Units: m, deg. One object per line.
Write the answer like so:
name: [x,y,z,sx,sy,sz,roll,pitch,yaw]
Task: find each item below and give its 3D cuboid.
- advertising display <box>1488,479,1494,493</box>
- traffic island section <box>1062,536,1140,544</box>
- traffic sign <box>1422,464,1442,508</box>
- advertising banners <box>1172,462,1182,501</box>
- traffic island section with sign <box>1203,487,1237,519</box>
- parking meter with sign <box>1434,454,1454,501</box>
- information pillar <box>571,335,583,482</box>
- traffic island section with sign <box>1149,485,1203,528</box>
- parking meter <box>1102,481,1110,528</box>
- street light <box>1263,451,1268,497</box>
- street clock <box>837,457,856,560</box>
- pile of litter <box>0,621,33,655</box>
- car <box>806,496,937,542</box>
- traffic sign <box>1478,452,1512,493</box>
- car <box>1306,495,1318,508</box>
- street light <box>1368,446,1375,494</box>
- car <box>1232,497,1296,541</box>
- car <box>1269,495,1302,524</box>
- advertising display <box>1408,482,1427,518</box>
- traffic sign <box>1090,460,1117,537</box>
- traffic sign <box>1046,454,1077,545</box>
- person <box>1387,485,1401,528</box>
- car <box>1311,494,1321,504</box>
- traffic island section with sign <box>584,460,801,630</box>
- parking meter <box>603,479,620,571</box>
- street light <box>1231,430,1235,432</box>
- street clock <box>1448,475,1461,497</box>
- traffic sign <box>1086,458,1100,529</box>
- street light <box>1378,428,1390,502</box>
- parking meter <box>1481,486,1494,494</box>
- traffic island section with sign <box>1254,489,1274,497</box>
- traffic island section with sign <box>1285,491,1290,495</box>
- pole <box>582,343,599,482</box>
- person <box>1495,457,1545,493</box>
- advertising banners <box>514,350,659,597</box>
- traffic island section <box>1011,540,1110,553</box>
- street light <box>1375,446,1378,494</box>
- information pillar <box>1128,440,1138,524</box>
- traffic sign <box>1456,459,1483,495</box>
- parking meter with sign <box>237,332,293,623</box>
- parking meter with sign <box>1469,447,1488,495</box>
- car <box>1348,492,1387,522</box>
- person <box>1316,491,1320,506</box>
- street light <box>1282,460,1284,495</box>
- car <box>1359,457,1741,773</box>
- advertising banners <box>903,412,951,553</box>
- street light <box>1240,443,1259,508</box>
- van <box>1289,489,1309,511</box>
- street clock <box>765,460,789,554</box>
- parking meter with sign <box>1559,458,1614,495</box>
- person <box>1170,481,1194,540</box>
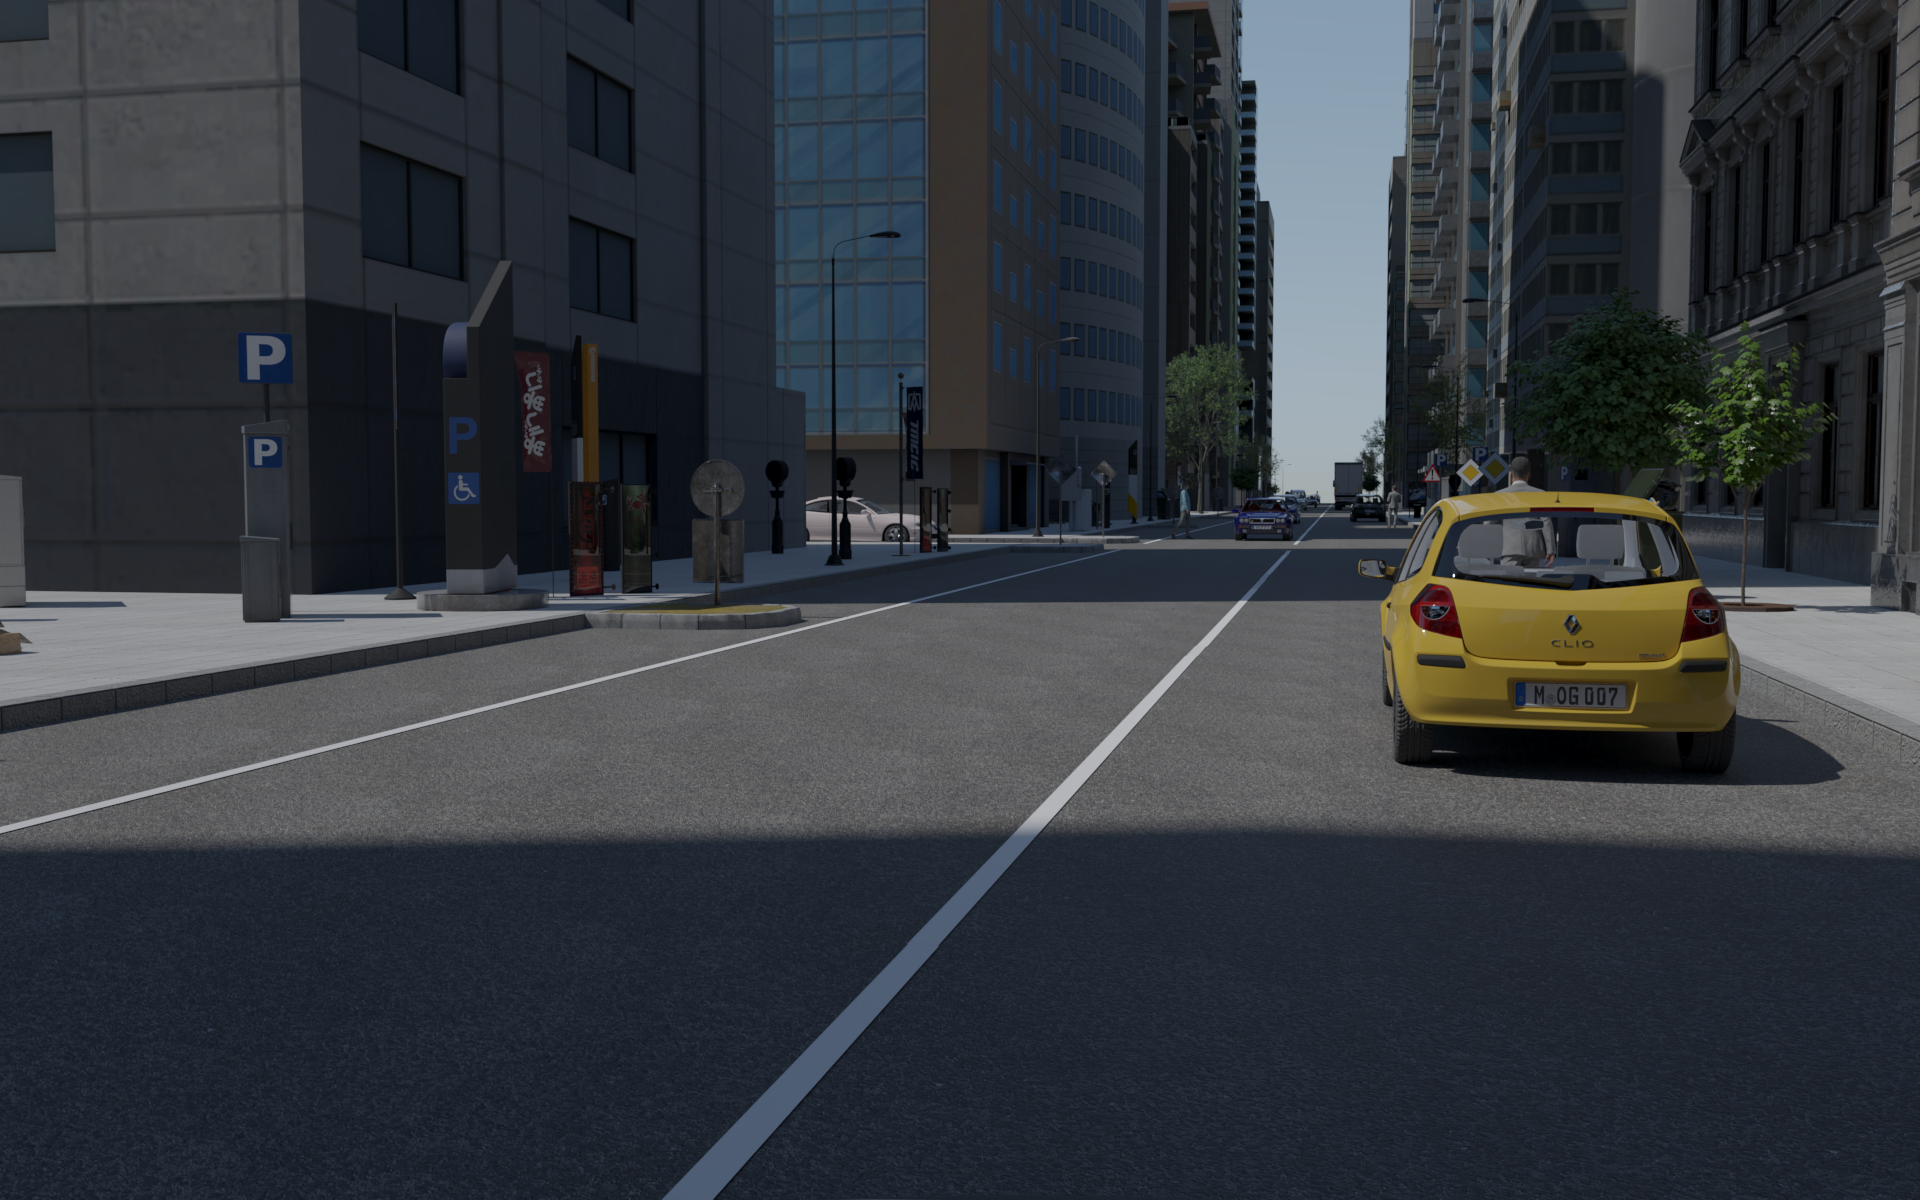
advertising display: [20.783,-3.822,67.703,0.123,1.923,0.974,0,4,5]
traffic island section: [4.229,-1.780,51.390,2.009,0.180,2.903,1,4,12]
traffic sign: [20.645,-4.631,75.724,0.884,2.594,0.081,1,4,18]
advertising banners: [11.288,-5.904,92.725,0.090,3.025,2.074,3,5,42]
traffic island section with sign: [14.970,-5.594,100.085,1.989,1.847,2.006,1,4,12]
parking meter with sign: [20.820,-4.738,73.732,0.543,3.016,1.738,-1,4,-10]
information pillar: [-5.683,-2.104,25.748,0.183,3.616,0.504,-1,4,-22]
traffic island section with sign: [9.093,-3.962,73.413,1.989,1.847,2.006,1,4,12]
parking meter: [5.473,-3.617,64.845,0.255,1.863,0.399,0,4,-5]
street light: [32.543,-13.108,186.854,1.470,5.913,1.316,1,4,12]
street clock: [-2.256,-1.799,33.991,0.358,2.002,0.471,-3,4,-39]
pile of litter: [-8.086,0.003,13.921,1.176,0.858,1.719,0,4,-5]
car: [-2.950,-2.155,47.600,4.827,1.381,2.083,1,4,12]
traffic sign: [12.730,-2.301,41.265,0.795,2.450,0.064,1,4,12]
car: [36.770,-10.400,182.612,1.945,1.354,3.894,1,4,12]
street light: [40.128,-11.834,166.027,1.470,5.913,1.316,1,4,12]
car: [9.551,-2.552,54.311,1.945,1.354,3.894,1,4,12]
car: [15.663,-4.427,84.388,2.014,1.417,4.499,1,4,14]
advertising display: [24.171,-5.277,91.496,0.974,1.923,0.123,2,4,33]
traffic sign: [4.254,-2.916,51.323,0.795,2.450,0.064,1,4,12]
traffic sign: [2.535,-2.439,43.525,0.795,2.450,0.064,1,4,12]
person: [18.495,-3.990,73.937,0.606,1.804,0.583,0,4,-8]
car: [53.967,-15.383,263.506,2.014,1.417,4.499,1,4,12]
traffic island section with sign: [-2.856,-0.649,19.238,1.989,1.847,2.006,1,4,12]
parking meter: [-5.854,-1.249,28.837,0.372,1.533,0.369,0,3,0]
street light: [19.280,-9.400,126.228,1.470,5.913,1.316,1,4,12]
street clock: [18.433,-3.669,64.560,0.358,2.002,0.471,-2,4,-24]
traffic sign: [5.011,-3.867,63.233,0.884,2.594,0.081,1,4,13]
street light: [30.517,-9.168,122.444,1.470,5.913,1.316,1,4,12]
parking meter: [16.033,-2.710,52.715,0.372,1.533,0.369,0,3,0]
traffic island section with sign: [25.534,-8.525,148.015,1.989,1.847,2.006,1,4,12]
traffic island section with sign: [49.286,-15.119,255.826,1.989,1.847,2.006,1,4,12]
pole: [-5.027,-1.821,23.612,0.158,3.312,0.155,0,3,0]
person: [5.401,-0.488,16.753,0.678,1.792,0.850,1,4,16]
advertising banners: [-4.682,-1.564,21.765,2.074,3.025,0.090,-3,5,-45]
traffic island section: [2.510,-1.303,43.592,2.009,0.180,2.903,1,4,12]
street light: [33.421,-9.974,135.623,1.470,5.913,1.316,1,4,12]
information pillar: [7.420,-5.072,74.280,0.504,3.616,0.183,-3,4,-39]
traffic sign: [14.449,-2.778,49.063,0.795,2.450,0.064,1,4,12]
parking meter with sign: [-7.236,-1.331,18.021,0.543,3.016,1.738,-1,4,-19]
parking meter with sign: [19.379,-4.203,64.986,0.543,3.016,1.738,1,4,8]
car: [21.244,-4.919,90.207,2.009,1.686,4.222,1,4,10]
person: [43.295,-12.317,209.867,0.705,1.826,1.348,0,4,-5]
street light: [43.744,-16.203,237.463,1.470,5.913,1.316,1,4,12]
car: [3.440,-0.013,10.441,2.015,1.641,3.980,1,4,12]
advertising banners: [-0.732,-2.545,37.804,0.090,3.025,2.074,2,4,29]
street light: [26.012,-11.248,156.452,1.470,5.913,1.316,1,4,12]
van: [29.552,-8.846,151.635,2.013,2.044,4.112,1,4,11]
street clock: [-3.917,-1.991,37.130,0.471,2.002,0.358,2,4,32]
parking meter with sign: [12.551,-2.381,35.186,1.738,3.016,0.543,-1,4,-12]
person: [7.028,-2.826,54.561,0.748,1.841,0.638,1,4,21]
